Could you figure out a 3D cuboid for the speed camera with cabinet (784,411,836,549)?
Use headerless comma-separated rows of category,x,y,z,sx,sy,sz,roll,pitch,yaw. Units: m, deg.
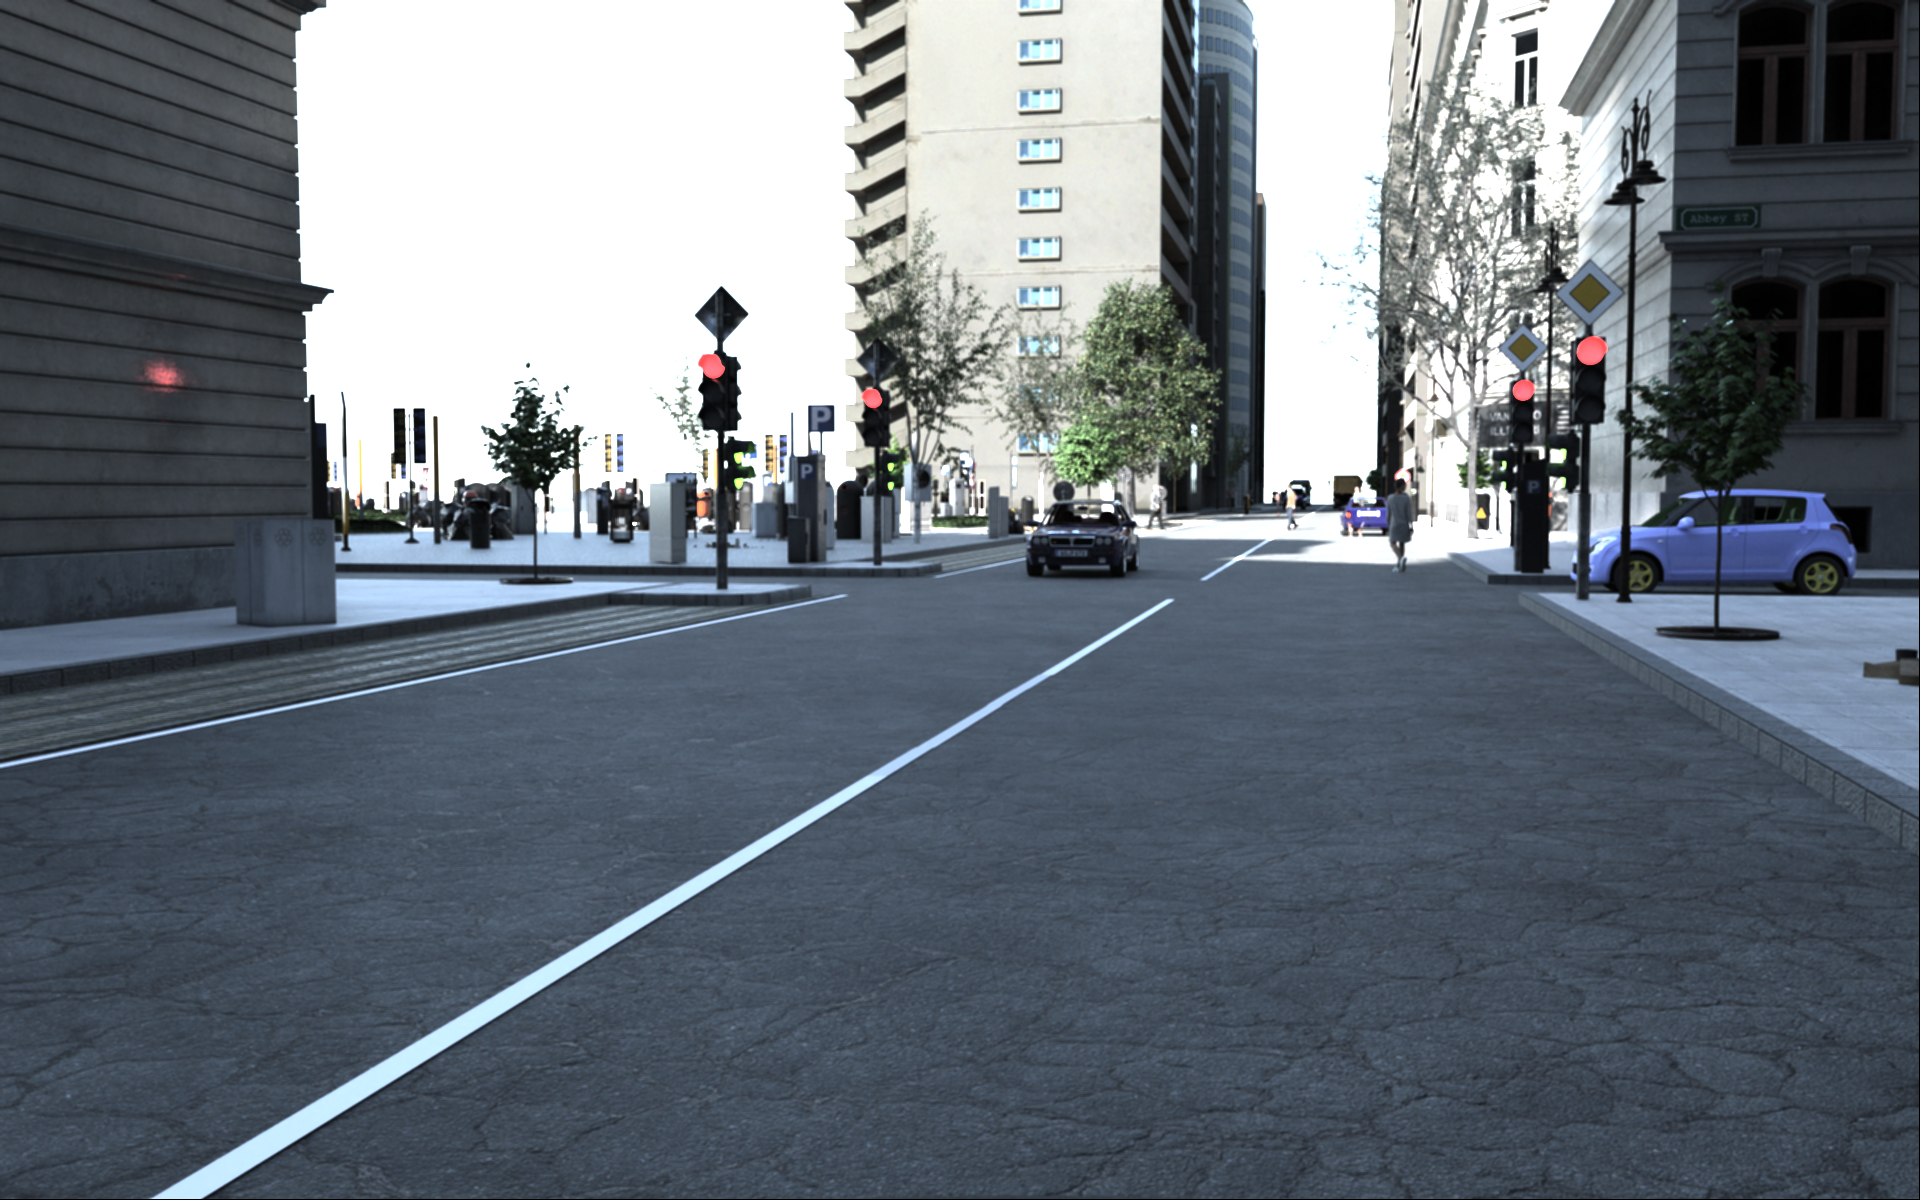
speed camera with cabinet,-3.566,-2.852,40.973,0.660,3.252,2.038,-2,4,-24

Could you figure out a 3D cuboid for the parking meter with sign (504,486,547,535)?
parking meter with sign,-13.899,-3.592,54.991,0.543,3.016,1.738,3,5,44

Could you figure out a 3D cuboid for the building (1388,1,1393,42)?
building,61.400,-40.606,205.912,21.231,58.520,28.212,1,4,12

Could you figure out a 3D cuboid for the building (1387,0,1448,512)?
building,50.906,-32.912,161.807,21.300,48.544,21.600,1,4,12

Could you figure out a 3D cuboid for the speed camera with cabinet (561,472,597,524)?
speed camera with cabinet,-16.284,-4.899,74.439,0.660,3.252,2.038,2,4,24

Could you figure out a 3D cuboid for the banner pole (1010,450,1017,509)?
banner pole,3.010,-6.623,98.297,0.401,3.779,0.863,-2,4,-28

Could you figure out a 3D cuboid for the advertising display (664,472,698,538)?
advertising display,-8.113,-2.763,50.387,0.974,1.923,0.123,-2,4,-27

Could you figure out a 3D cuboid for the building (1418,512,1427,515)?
building,40.110,-29.812,111.134,21.300,48.544,21.600,1,4,12

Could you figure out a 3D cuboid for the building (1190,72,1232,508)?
building,18.183,-29.426,164.713,14.154,41.232,14.086,1,4,12

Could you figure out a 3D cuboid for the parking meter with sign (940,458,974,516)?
parking meter with sign,-0.161,-5.371,84.070,1.738,3.016,0.543,-3,5,-40

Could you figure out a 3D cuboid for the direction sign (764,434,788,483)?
direction sign,-6.908,-4.476,65.179,0.876,3.537,0.379,0,4,-5

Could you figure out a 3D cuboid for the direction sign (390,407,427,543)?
direction sign,-14.380,-3.261,45.321,0.876,3.537,0.379,0,4,3

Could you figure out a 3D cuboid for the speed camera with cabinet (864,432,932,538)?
speed camera with cabinet,-1.853,-3.474,51.135,2.038,3.252,0.660,-2,4,-30

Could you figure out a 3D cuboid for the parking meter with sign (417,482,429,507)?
parking meter with sign,-35.060,-7.143,113.041,1.738,3.016,0.543,-2,4,-23

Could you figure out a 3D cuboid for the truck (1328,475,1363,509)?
truck,38.042,-10.679,170.527,3.469,3.379,9.791,1,4,11

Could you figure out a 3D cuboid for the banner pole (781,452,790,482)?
banner pole,-10.373,-6.951,103.658,0.863,3.779,0.401,1,4,17

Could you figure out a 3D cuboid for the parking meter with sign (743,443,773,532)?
parking meter with sign,-6.674,-3.807,58.507,0.543,3.016,1.738,-3,4,-36

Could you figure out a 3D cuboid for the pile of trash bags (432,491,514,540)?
pile of trash bags,-13.925,-2.441,49.660,1.912,1.369,3.447,-1,4,-21

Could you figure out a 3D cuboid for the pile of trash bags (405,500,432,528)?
pile of trash bags,-19.704,-3.480,66.650,1.912,1.369,3.447,1,4,20

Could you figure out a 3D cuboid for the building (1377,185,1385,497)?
building,62.249,-33.289,227.874,14.154,41.232,14.086,1,4,12

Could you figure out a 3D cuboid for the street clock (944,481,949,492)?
street clock,-0.691,-5.775,98.999,0.358,2.002,0.471,-2,4,-31

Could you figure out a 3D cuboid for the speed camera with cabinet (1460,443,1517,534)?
speed camera with cabinet,17.066,-3.732,55.346,2.038,3.252,0.660,-1,4,-9

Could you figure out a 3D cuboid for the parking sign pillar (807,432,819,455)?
parking sign pillar,-6.352,-5.288,74.930,1.447,3.967,1.447,0,4,0

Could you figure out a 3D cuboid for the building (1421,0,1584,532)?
building,30.365,-18.439,77.891,17.030,29.872,44.131,1,4,12

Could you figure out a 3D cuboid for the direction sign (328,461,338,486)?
direction sign,-42.370,-7.643,116.966,0.876,3.537,0.379,1,4,17

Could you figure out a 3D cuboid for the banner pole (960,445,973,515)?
banner pole,0.383,-5.992,87.986,0.863,3.779,0.401,0,4,-5

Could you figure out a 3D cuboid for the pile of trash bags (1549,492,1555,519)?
pile of trash bags,17.911,-2.430,49.478,1.912,1.369,3.447,-3,5,-42

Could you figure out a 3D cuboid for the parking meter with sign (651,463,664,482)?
parking meter with sign,-16.698,-6.268,98.744,1.738,3.016,0.543,-2,4,-33

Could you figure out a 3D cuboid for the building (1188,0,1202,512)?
building,9.375,-50.738,142.233,22.319,86.520,31.000,1,4,12

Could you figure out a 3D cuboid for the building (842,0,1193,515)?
building,4.094,-30.212,117.673,21.300,48.544,21.600,1,4,12

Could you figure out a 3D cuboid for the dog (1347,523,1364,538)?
dog,12.911,-2.281,56.582,0.406,0.507,0.540,2,4,34

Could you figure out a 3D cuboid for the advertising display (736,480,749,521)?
advertising display,-10.367,-4.680,81.727,0.974,1.923,0.123,-3,5,-44

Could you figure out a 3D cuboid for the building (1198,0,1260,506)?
building,23.352,-40.408,202.677,21.231,58.520,28.212,1,4,12

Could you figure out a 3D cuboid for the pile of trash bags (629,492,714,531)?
pile of trash bags,-10.123,-3.175,61.659,1.912,1.369,3.447,2,4,35

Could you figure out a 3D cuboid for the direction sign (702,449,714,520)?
direction sign,-12.469,-5.792,86.698,0.876,3.537,0.379,-1,4,-23

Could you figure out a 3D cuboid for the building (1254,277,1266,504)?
building,34.407,-28.475,237.269,14.160,30.474,14.107,1,4,12

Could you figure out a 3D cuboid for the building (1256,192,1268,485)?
building,36.994,-36.734,250.714,14.600,45.320,14.200,1,4,12

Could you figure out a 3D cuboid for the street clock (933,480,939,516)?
street clock,-1.216,-5.004,86.393,0.358,2.002,0.471,0,4,2

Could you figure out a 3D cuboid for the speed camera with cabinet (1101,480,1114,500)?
speed camera with cabinet,8.924,-6.757,104.811,0.660,3.252,2.038,0,4,-1

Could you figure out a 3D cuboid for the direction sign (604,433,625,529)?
direction sign,-12.820,-4.420,64.271,0.876,3.537,0.379,2,4,24

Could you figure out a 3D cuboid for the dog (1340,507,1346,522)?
dog,19.689,-4.421,89.113,0.800,0.831,0.513,0,4,-5

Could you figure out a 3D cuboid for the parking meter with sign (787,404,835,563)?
parking meter with sign,-2.848,-2.241,32.904,0.543,3.016,1.738,1,4,11

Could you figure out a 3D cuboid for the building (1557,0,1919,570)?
building,24.361,-15.018,32.931,23.554,28.519,14.401,1,4,12

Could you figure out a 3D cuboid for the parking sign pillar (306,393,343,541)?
parking sign pillar,-17.600,-3.587,47.114,1.447,3.967,1.447,-2,4,-35

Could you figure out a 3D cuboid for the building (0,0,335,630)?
building,-25.550,-12.240,19.208,34.723,24.649,14.460,1,4,12

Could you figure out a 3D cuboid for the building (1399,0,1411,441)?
building,46.276,-29.423,135.683,22.147,44.769,28.867,1,4,12

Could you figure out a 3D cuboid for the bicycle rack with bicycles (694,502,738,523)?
bicycle rack with bicycles,-11.313,-3.973,78.335,2.925,0.926,2.852,3,5,40

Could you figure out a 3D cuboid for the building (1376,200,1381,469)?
building,70.072,-37.949,244.161,21.300,48.544,21.600,1,4,12

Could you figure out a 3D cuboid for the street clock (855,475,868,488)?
street clock,-3.676,-3.677,64.691,0.471,2.002,0.358,-3,5,-44

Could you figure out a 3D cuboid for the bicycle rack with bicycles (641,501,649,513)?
bicycle rack with bicycles,-16.036,-4.649,89.386,2.852,0.926,2.925,-1,4,-18

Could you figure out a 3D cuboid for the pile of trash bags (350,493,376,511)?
pile of trash bags,-39.369,-6.357,113.689,1.912,1.369,3.447,-1,4,-17

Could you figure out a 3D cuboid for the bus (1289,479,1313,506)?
bus,40.768,-13.006,207.504,2.948,3.499,13.247,1,4,12
